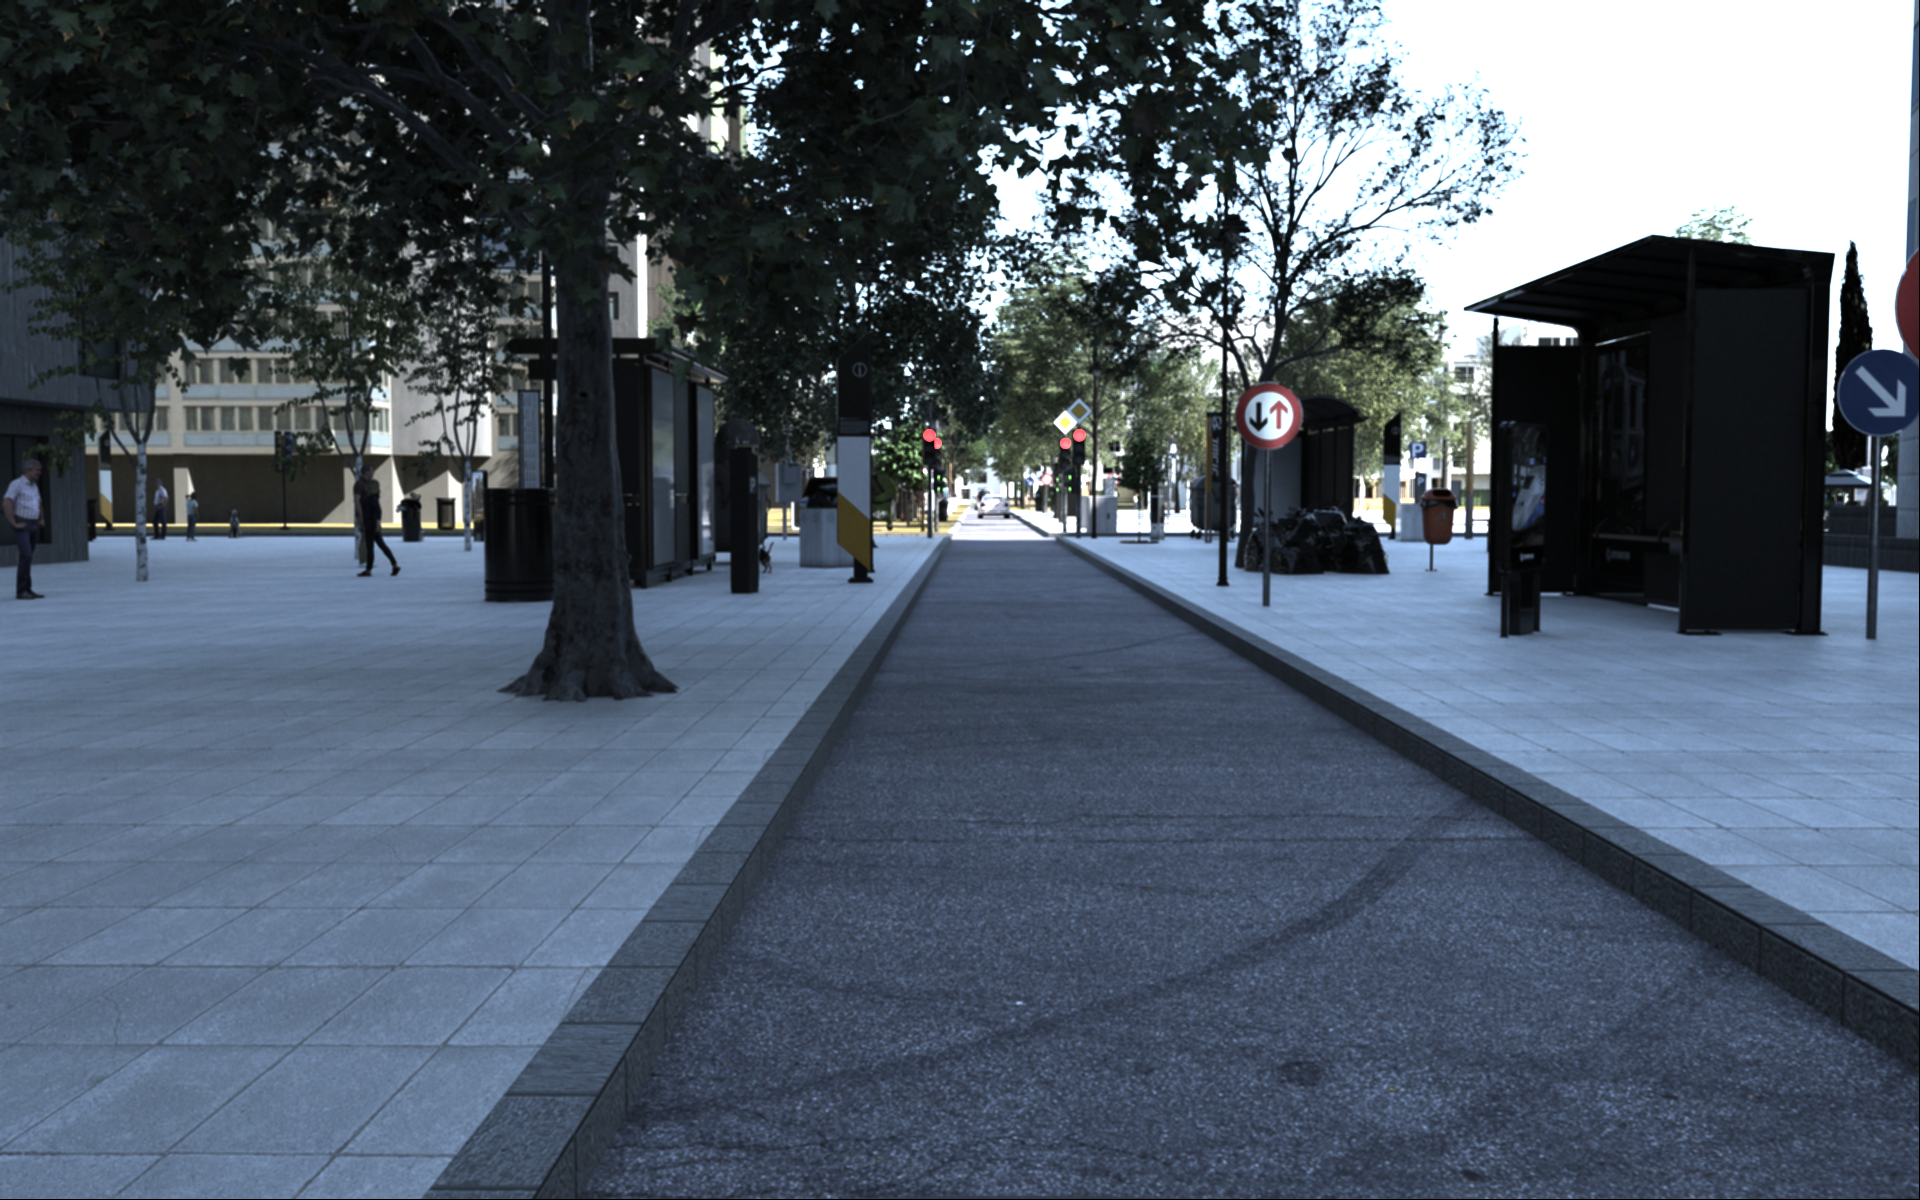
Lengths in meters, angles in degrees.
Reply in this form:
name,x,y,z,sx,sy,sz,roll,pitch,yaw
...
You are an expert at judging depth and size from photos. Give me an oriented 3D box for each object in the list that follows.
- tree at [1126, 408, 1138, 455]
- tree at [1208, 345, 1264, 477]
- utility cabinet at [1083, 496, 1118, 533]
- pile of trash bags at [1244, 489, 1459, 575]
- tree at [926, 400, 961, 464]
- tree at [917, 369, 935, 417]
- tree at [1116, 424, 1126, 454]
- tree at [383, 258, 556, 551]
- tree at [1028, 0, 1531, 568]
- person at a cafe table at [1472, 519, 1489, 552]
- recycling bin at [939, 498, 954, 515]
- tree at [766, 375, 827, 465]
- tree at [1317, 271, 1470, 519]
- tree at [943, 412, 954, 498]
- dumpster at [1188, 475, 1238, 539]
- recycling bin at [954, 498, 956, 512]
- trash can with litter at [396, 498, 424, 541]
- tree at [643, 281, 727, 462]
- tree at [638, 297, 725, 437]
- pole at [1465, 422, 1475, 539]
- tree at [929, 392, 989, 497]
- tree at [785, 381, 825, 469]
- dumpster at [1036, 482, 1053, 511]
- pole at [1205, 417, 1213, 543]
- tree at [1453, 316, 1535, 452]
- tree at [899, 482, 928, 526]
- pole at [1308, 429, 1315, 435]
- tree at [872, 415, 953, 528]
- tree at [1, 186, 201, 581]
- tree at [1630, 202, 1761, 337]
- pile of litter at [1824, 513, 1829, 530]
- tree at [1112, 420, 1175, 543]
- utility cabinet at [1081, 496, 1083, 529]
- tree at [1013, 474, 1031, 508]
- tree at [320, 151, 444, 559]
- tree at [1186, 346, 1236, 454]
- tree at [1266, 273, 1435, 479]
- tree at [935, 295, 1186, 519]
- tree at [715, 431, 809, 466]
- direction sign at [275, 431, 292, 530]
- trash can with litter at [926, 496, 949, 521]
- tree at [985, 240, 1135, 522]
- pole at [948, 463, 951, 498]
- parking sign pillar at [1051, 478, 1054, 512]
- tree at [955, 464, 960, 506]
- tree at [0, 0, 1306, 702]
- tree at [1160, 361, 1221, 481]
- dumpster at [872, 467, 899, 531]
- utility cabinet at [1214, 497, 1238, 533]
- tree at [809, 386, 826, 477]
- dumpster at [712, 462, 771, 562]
name,x,y,z,sx,sy,sz,roll,pitch,yaw
tree,12.492,-9.336,103.005,4.737,8.622,4.395,0,3,0
tree,14.674,-8.208,84.555,4.737,8.622,4.395,0,3,0
utility cabinet,4.719,-2.844,57.653,1.020,1.237,0.306,-1,4,-18
pile of trash bags,6.489,-1.147,28.513,3.447,1.369,1.912,0,4,-5
tree,-1.595,-10.519,122.353,4.360,8.622,3.978,0,3,0
tree,-0.874,-12.680,133.077,9.928,11.665,9.643,0,3,0
tree,13.108,-10.519,122.354,4.737,8.622,4.395,0,3,0
tree,-11.133,-5.428,39.109,4.360,8.622,3.978,0,3,0
tree,4.972,-5.814,29.463,8.767,10.594,7.601,-1,4,-11
person at a cafe table,12.536,-1.832,38.464,1.698,1.524,1.622,3,5,41
recycling bin,-1.015,-5.673,105.304,0.722,1.027,0.722,3,4,37
tree,-10.423,-11.388,120.611,7.601,10.594,8.767,0,4,-5
tree,21.730,-10.352,87.381,7.486,12.596,7.792,0,3,0
tree,-0.613,-13.906,161.782,8.767,10.594,7.601,-1,4,-17
dumpster,7.305,-2.702,49.933,1.264,1.857,1.865,0,4,1
recycling bin,-0.663,-6.832,124.249,0.722,1.027,0.722,0,4,-6
trash can with litter,-14.840,-2.166,46.807,0.624,1.170,1.055,0,4,-8
tree,-10.380,-9.194,76.073,9.928,11.665,9.643,0,3,0
tree,-10.203,-7.057,65.739,4.360,8.622,3.978,0,3,0
pole,14.516,-3.393,49.317,0.158,3.312,0.155,0,3,0
tree,-1.017,-16.855,182.229,9.857,13.997,8.962,0,3,0
tree,-9.343,-9.581,107.004,4.360,8.622,3.978,0,3,0
dumpster,6.431,-7.761,129.391,1.502,2.255,1.985,0,4,1
pole,6.552,-3.168,45.641,0.158,3.312,0.155,0,3,0
tree,20.697,-7.030,65.310,4.360,8.622,3.978,0,3,0
tree,-1.618,-4.652,70.662,1.663,3.219,1.824,0,3,0
pole,8.450,-2.929,41.730,0.158,3.312,0.155,0,3,0
tree,-1.896,-5.053,66.328,4.285,4.588,4.351,0,3,0
tree,-12.145,-4.596,25.504,4.737,8.622,4.395,0,3,0
tree,29.250,-9.183,68.266,7.486,12.596,7.792,0,3,0
pile of litter,31.561,-2.935,61.956,1.719,0.858,1.176,-1,4,-22
tree,4.839,-3.110,45.446,1.663,3.219,1.824,0,3,0
utility cabinet,4.942,-3.248,64.263,1.020,1.237,0.306,2,4,31
tree,6.007,-10.194,161.268,1.663,3.219,1.824,0,3,0
tree,-11.946,-5.118,34.044,4.737,8.622,4.395,0,3,0
tree,14.560,-11.594,115.325,9.928,11.665,9.643,0,3,0
tree,21.926,-11.704,98.015,9.857,13.997,8.962,0,3,0
tree,4.913,-9.969,88.747,9.928,11.665,9.643,0,3,0
tree,-11.227,-8.542,90.028,4.737,8.622,4.395,0,3,0
direction sign,-24.378,-4.309,62.454,0.379,3.537,0.876,1,4,16
trash can with litter,-1.061,-4.325,82.103,1.055,1.170,0.624,-1,4,-11
tree,4.235,-9.769,77.844,7.486,12.596,7.792,0,3,0
pole,-0.679,-7.320,113.531,0.158,3.312,0.155,0,3,0
parking sign pillar,7.368,-8.394,125.707,1.447,3.967,1.447,-3,5,-41
tree,-0.444,-14.791,192.190,4.737,8.622,4.395,0,3,0
tree,-2.504,-5.743,10.902,9.611,12.733,9.660,0,3,0
tree,12.775,-8.833,94.776,4.360,8.622,3.978,0,3,0
dumpster,-2.954,-3.602,61.389,1.502,2.255,1.985,0,4,1
utility cabinet,8.903,-2.864,57.990,0.306,1.237,1.020,3,5,41
tree,-9.141,-9.944,112.947,4.737,8.622,4.395,0,3,0
dumpster,-4.216,-1.603,31.972,1.264,1.857,1.865,0,4,0
